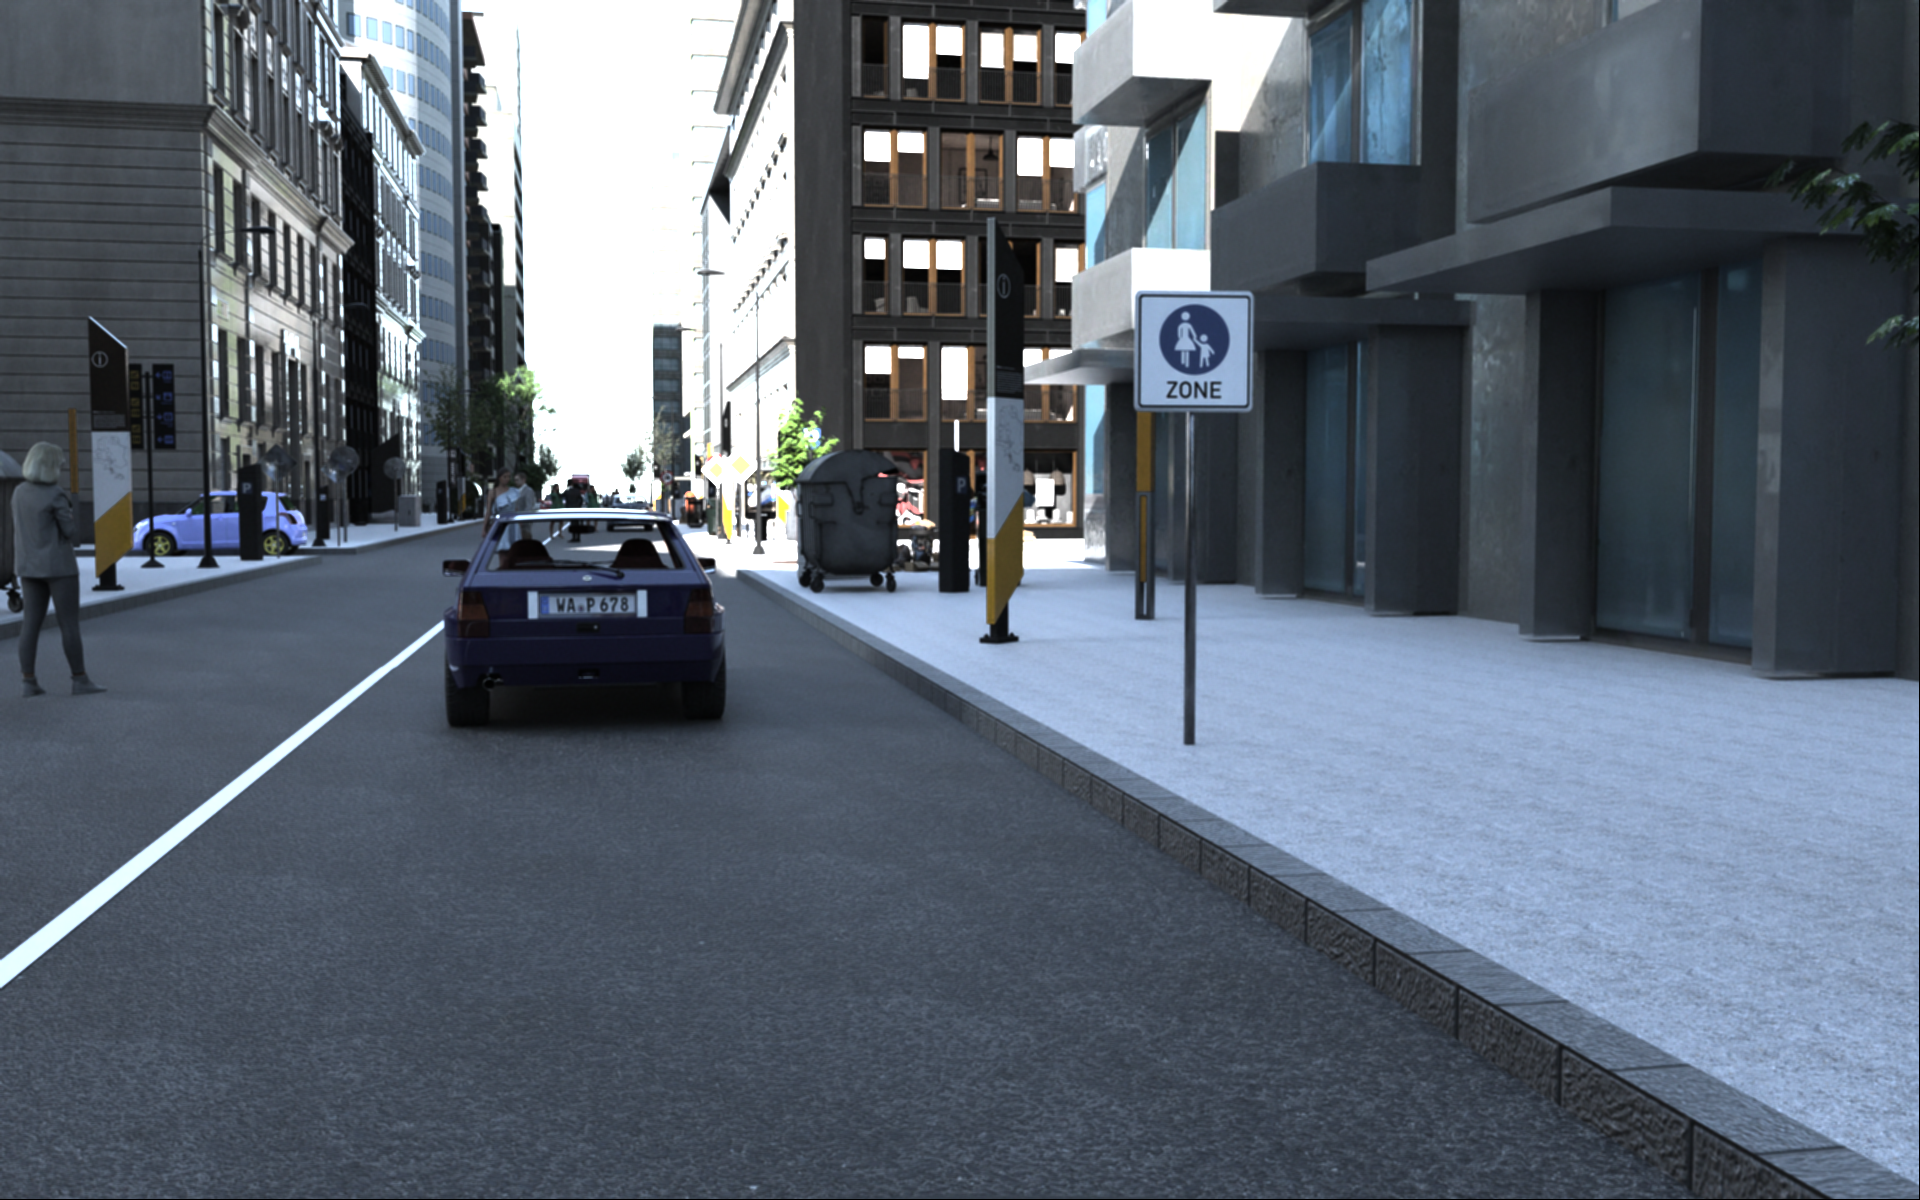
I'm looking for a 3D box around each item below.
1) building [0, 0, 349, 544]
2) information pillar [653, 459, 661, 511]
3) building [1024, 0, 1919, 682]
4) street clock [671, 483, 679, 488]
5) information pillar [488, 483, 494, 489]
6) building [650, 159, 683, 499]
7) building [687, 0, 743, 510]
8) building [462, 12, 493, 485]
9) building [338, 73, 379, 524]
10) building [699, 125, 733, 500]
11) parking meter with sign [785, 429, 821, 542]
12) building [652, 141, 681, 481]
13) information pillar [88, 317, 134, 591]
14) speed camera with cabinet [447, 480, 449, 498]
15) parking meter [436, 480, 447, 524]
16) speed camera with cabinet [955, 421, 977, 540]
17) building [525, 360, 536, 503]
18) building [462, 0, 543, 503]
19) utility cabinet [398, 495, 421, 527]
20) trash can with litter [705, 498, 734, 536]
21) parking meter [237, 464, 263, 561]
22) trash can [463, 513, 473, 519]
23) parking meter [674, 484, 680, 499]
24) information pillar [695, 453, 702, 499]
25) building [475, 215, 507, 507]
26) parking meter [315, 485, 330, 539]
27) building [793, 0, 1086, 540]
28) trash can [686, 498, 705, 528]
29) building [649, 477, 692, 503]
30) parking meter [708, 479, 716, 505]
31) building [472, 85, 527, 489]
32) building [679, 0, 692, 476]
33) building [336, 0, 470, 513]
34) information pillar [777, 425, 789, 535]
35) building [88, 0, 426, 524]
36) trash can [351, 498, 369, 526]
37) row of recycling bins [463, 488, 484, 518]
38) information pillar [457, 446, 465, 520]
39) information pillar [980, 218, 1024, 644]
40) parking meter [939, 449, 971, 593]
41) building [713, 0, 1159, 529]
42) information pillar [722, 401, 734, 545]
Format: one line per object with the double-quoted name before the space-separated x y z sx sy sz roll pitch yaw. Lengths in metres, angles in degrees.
"building" -27.246 -15.744 54.676 12.463 27.353 25.104 -1 4 -12
"information pillar" -20.365 -7.643 116.319 0.504 3.616 0.183 -2 4 -34
"building" 14.217 -24.520 20.505 23.786 49.044 30.456 -1 4 -12
"street clock" -18.172 -6.478 110.485 0.471 2.002 0.358 -2 4 -31
"information pillar" -31.021 -6.745 114.773 0.304 2.012 0.304 2 4 28
"building" -31.229 -32.507 215.085 14.154 41.232 14.086 -1 4 -12
"building" -13.773 -27.486 132.982 14.154 41.232 14.086 -1 4 -12
"building" -53.762 -30.551 154.132 22.147 44.769 28.867 -1 4 -12
"building" -32.630 -14.977 74.552 12.332 23.373 15.834 -1 4 -12
"building" -7.728 -17.456 104.474 14.314 24.678 30.058 -1 4 -12
"parking meter with sign" -4.305 -3.087 46.738 0.543 3.016 1.738 -2 4 -24
"building" -30.389 -37.804 237.704 23.786 49.044 30.456 -1 4 -12
"information pillar" -11.274 -1.935 22.984 0.504 3.616 0.183 0 4 -2
"speed camera with cabinet" -31.846 -7.096 110.352 2.038 3.252 0.660 -3 5 -44
"parking meter" -22.118 -4.172 73.922 0.399 1.863 0.255 1 4 19
"speed camera with cabinet" 0.495 -3.226 47.087 2.038 3.252 0.660 -1 4 -20
"building" -71.902 -23.709 232.688 27.650 21.520 28.899 -1 4 -12
"building" -72.892 -50.027 256.188 20.563 71.187 20.611 -1 4 -12
"utility cabinet" -21.830 -3.514 68.620 1.020 1.237 0.306 2 4 33
"trash can with litter" -7.246 -2.518 52.551 0.624 1.170 1.055 -3 5 -44
"parking meter" -13.737 -1.700 33.504 0.399 1.863 0.255 0 4 5
"trash can" -25.266 -4.718 88.785 0.748 1.137 0.748 0 3 0
"parking meter" -17.010 -6.006 103.912 0.399 1.863 0.255 -1 4 -13
"information pillar" -15.072 -6.630 99.754 0.183 3.616 0.504 3 5 43
"building" -53.945 -24.753 176.420 14.160 30.474 14.107 -1 4 -12
"parking meter" -18.126 -2.497 49.232 0.372 1.533 0.369 0 3 0
"building" 3.339 -13.744 54.391 15.834 23.373 12.332 -1 4 -12
"trash can" -10.063 -3.318 65.905 0.748 1.137 0.748 0 3 0
"building" -31.346 -35.086 265.535 32.217 40.220 23.993 -1 4 -12
"parking meter" -8.268 -3.213 58.248 0.399 1.863 0.255 3 5 41
"building" -63.728 -35.725 207.807 21.300 48.544 21.600 -1 4 -12
"building" -10.773 -34.582 154.646 28.713 52.752 27.495 -1 4 -12
"building" -47.970 -35.704 125.758 21.231 58.520 28.212 -1 4 -12
"information pillar" -5.468 -3.843 54.196 0.504 3.616 0.183 2 4 25
"building" -36.719 -18.178 94.472 12.463 27.353 25.104 -1 4 -12
"trash can" -24.382 -3.594 70.419 0.748 1.137 0.748 0 3 0
"row of recycling bins" -26.063 -5.242 92.822 1.069 1.692 3.534 -1 4 -21
"information pillar" -24.201 -5.668 84.033 0.504 3.616 0.183 3 4 39
"information pillar" 0.386 -1.445 14.973 0.183 3.616 0.504 2 4 34
"parking meter" -0.069 -1.036 22.645 0.255 1.863 0.399 3 5 40
"building" -1.631 -14.793 75.148 16.112 22.955 30.059 -1 4 -12
"information pillar" -5.869 -3.199 43.665 0.183 3.616 0.504 -2 4 -23
